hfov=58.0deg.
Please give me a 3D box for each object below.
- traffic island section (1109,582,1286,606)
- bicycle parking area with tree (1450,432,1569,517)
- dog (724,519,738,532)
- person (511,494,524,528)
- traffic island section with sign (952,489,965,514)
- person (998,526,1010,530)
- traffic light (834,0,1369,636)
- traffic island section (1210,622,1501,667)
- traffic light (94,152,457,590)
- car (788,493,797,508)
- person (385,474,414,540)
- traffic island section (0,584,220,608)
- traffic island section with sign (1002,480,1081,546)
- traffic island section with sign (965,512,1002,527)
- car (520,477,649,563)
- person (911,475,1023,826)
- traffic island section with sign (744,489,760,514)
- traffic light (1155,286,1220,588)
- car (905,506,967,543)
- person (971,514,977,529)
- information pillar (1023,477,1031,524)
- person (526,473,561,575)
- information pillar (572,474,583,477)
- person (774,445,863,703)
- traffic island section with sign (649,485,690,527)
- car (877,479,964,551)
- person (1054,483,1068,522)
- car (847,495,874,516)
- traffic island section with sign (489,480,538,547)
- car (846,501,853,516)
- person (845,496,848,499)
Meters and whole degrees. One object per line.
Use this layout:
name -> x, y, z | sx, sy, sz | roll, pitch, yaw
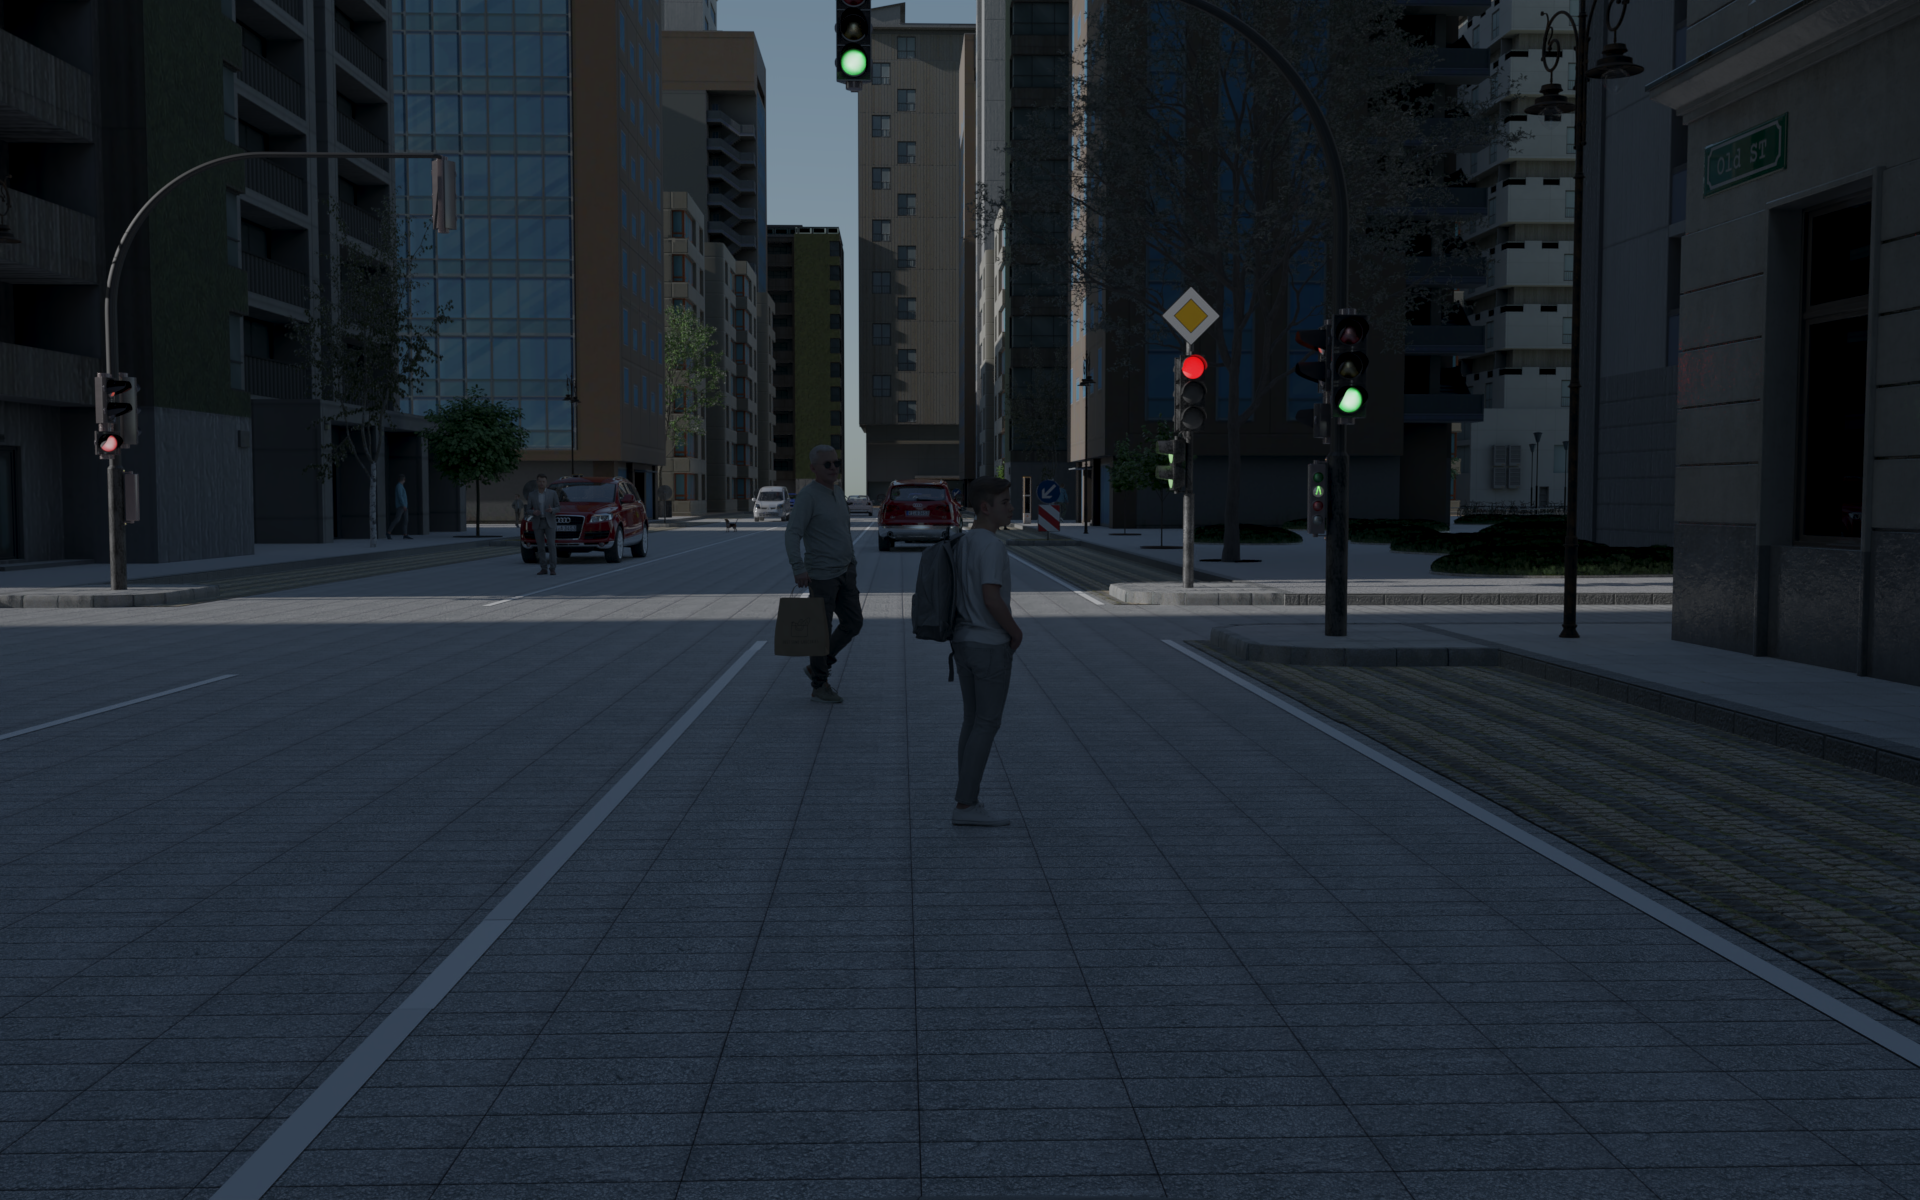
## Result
traffic island section -> 3.145, -0.087, 23.707 | 2.009, 0.180, 2.903 | 0, 4, -2
bicycle parking area with tree -> 24.913, -5.820, 82.155 | 9.016, 4.147, 8.231 | -2, 4, -27
dog -> -8.585, -2.797, 65.024 | 0.406, 0.507, 0.540 | 0, 4, 6
person -> -16.914, -3.423, 66.288 | 0.475, 1.303, 0.640 | -2, 4, -34
traffic island section with sign -> -0.377, -7.142, 125.401 | 1.989, 1.847, 2.006 | 0, 4, -2
person -> 1.709, -3.672, 68.632 | 0.850, 1.850, 0.679 | -3, 5, -42
traffic light -> 1.294, -2.491, 15.398 | 4.771, 5.953, 1.251 | 0, 4, -2
traffic island section -> 3.421, 0.401, 15.727 | 2.009, 0.180, 2.903 | 0, 4, -2
traffic light -> -9.160, -2.968, 23.187 | 4.771, 5.953, 1.251 | 0, 4, -2
car -> -16.016, -9.426, 163.704 | 1.945, 1.707, 3.694 | 0, 4, -3
person -> -15.854, -2.633, 48.955 | 0.748, 1.841, 0.638 | 0, 4, -4
traffic island section -> -11.288, -0.057, 23.213 | 2.009, 0.180, 2.903 | 0, 4, -2
traffic island section with sign -> 2.300, -2.426, 48.291 | 1.989, 1.847, 2.006 | 0, 4, -2
traffic island section with sign -> 1.345, -4.100, 75.669 | 1.989, 1.847, 2.006 | 0, 4, -2
car -> -8.090, -1.772, 37.641 | 2.281, 1.827, 5.304 | 0, 4, -1
person -> 0.074, 0.218, 7.538 | 0.503, 1.515, 0.523 | 2, 4, 35
traffic island section with sign -> -14.486, -7.113, 124.923 | 1.989, 1.847, 2.006 | 0, 4, -2
traffic light -> 3.104, -2.121, 23.592 | 0.839, 4.253, 0.868 | 0, 4, -2
car -> -0.797, -2.579, 51.955 | 2.009, 1.686, 4.222 | 0, 4, -1
person -> 0.347, -1.315, 35.018 | 0.382, 1.210, 0.505 | 1, 4, 14
information pillar -> 2.878, -4.271, 74.326 | 0.304, 2.012, 0.304 | 0, 4, -6
person -> -7.385, -1.344, 30.668 | 0.606, 1.804, 0.583 | 0, 4, -8
information pillar -> -14.206, -3.665, 64.410 | 0.304, 2.012, 0.304 | 1, 4, 16
person -> -0.996, -0.175, 11.844 | 0.515, 1.767, 0.782 | 2, 4, 29
traffic island section with sign -> -12.754, -4.052, 74.873 | 1.989, 1.847, 2.006 | 0, 4, -2
car -> -1.046, -2.221, 44.994 | 2.281, 1.827, 5.304 | 0, 3, 0
person -> 4.560, -4.382, 78.029 | 0.601, 1.785, 0.444 | 2, 4, 31
car -> -6.664, -6.206, 113.823 | 2.083, 1.381, 4.827 | 0, 4, -3
traffic island section with sign -> -11.817, -2.404, 47.934 | 1.989, 1.847, 2.006 | 0, 4, -2
car -> -6.063, -4.400, 81.730 | 2.009, 1.686, 4.222 | 0, 4, -2
person -> -10.637, -9.039, 156.315 | 1.348, 1.821, 0.705 | -3, 4, -38
